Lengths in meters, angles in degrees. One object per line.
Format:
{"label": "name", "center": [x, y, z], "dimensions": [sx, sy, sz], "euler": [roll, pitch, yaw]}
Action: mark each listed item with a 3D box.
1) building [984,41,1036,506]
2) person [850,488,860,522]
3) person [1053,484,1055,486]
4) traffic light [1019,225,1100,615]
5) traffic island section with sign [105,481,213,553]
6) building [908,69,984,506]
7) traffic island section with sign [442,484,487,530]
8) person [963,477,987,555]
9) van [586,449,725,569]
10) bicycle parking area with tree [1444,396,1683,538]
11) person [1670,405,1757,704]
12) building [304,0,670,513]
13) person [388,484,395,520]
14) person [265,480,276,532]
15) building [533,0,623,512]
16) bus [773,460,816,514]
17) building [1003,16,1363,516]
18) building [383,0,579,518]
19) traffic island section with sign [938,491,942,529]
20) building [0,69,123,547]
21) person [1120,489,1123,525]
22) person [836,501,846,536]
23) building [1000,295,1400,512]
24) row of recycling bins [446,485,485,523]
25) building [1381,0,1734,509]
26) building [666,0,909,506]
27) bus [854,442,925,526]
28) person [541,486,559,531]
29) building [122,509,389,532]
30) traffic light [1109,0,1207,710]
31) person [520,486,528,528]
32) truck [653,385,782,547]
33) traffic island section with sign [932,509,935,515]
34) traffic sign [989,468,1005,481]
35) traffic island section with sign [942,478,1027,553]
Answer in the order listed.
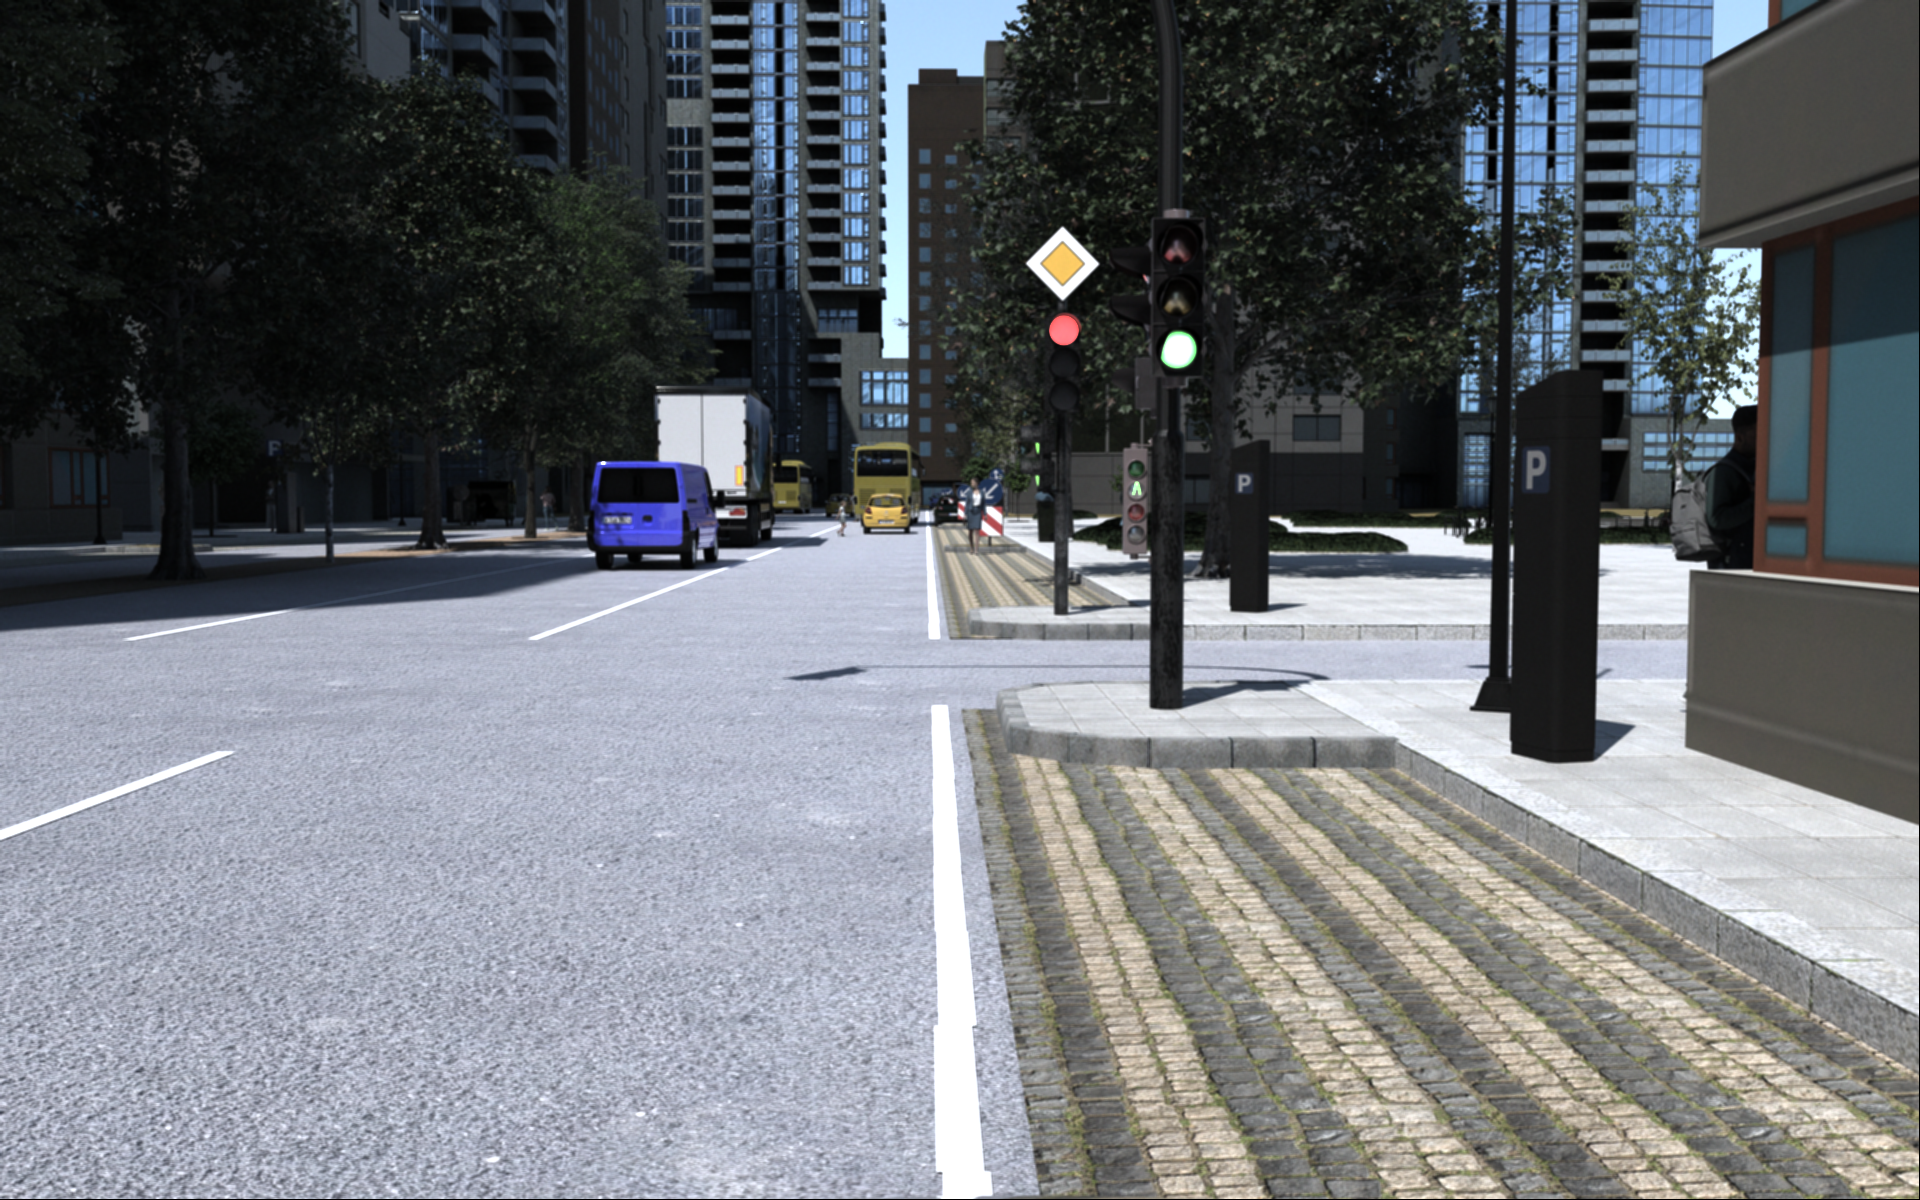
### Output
{"label": "building", "center": [9.160, -29.158, 160.323], "dimensions": [14.154, 41.232, 14.086], "euler": [0, 4, -1]}
{"label": "person", "center": [-5.462, -4.974, 90.008], "dimensions": [0.466, 1.800, 0.511], "euler": [1, 4, 11]}
{"label": "person", "center": [5.035, -5.325, 93.124], "dimensions": [0.581, 1.822, 0.654], "euler": [2, 4, 25]}
{"label": "traffic light", "center": [1.056, -1.796, 18.293], "dimensions": [0.839, 4.253, 0.868], "euler": [0, 4, -1]}
{"label": "traffic island section with sign", "center": [-19.598, -2.079, 42.617], "dimensions": [1.989, 1.847, 2.006], "euler": [0, 4, -1]}
{"label": "building", "center": [1.614, -32.783, 186.119], "dimensions": [14.200, 45.320, 14.600], "euler": [0, 4, -1]}
{"label": "traffic island section with sign", "center": [-20.122, -3.727, 69.567], "dimensions": [1.989, 1.847, 2.006], "euler": [0, 4, -1]}
{"label": "person", "center": [0.363, -1.971, 40.756], "dimensions": [0.581, 1.822, 0.654], "euler": [0, 4, 8]}
{"label": "van", "center": [-6.034, -1.858, 34.766], "dimensions": [2.240, 2.365, 5.245], "euler": [0, 4, -1]}
{"label": "bicycle parking area with tree", "center": [18.446, -3.936, 51.352], "dimensions": [8.231, 4.147, 9.016], "euler": [1, 4, 21]}
{"label": "person", "center": [4.418, -0.210, 9.831], "dimensions": [0.721, 1.781, 0.623], "euler": [2, 4, 27]}
{"label": "building", "center": [-40.520, -34.399, 151.656], "dimensions": [27.495, 52.752, 28.713], "euler": [0, 4, -1]}
{"label": "person", "center": [-28.291, -4.854, 85.828], "dimensions": [0.534, 1.772, 0.576], "euler": [0, 4, 6]}
{"label": "person", "center": [-23.061, -3.147, 58.039], "dimensions": [0.519, 1.759, 0.362], "euler": [1, 4, 8]}
{"label": "building", "center": [-33.631, -29.379, 130.453], "dimensions": [14.600, 45.320, 14.200], "euler": [0, 4, -1]}
{"label": "bus", "center": [-12.350, -8.199, 125.594], "dimensions": [2.896, 3.916, 12.252], "euler": [0, 4, 0]}
{"label": "building", "center": [13.534, -41.146, 110.996], "dimensions": [20.563, 71.187, 20.611], "euler": [0, 4, -1]}
{"label": "building", "center": [-36.038, -48.557, 106.586], "dimensions": [22.319, 86.520, 31.000], "euler": [0, 4, -1]}
{"label": "traffic island section with sign", "center": [0.079, -3.793, 70.641], "dimensions": [1.989, 1.847, 2.006], "euler": [0, 4, -1]}
{"label": "building", "center": [-36.976, -11.504, 33.129], "dimensions": [27.650, 21.520, 28.899], "euler": [0, 4, -1]}
{"label": "person", "center": [5.090, -2.801, 52.184], "dimensions": [0.623, 1.781, 0.721], "euler": [2, 4, 24]}
{"label": "person", "center": [-4.026, -2.762, 58.680], "dimensions": [0.382, 1.210, 0.505], "euler": [0, 4, 0]}
{"label": "building", "center": [17.539, -17.952, 138.549], "dimensions": [27.650, 21.520, 28.899], "euler": [0, 4, -1]}
{"label": "row of recycling bins", "center": [-22.495, -4.380, 78.722], "dimensions": [1.069, 1.692, 3.534], "euler": [0, 4, 3]}
{"label": "building", "center": [52.600, -51.548, 155.475], "dimensions": [31.000, 86.520, 22.319], "euler": [0, 4, -1]}
{"label": "building", "center": [-21.110, -53.550, 188.211], "dimensions": [31.000, 86.520, 22.319], "euler": [0, 4, -1]}
{"label": "bus", "center": [-3.287, -5.502, 81.512], "dimensions": [2.896, 3.916, 12.252], "euler": [0, 4, 1]}
{"label": "person", "center": [-16.047, -3.595, 67.869], "dimensions": [0.643, 1.750, 0.593], "euler": [3, 5, 44]}
{"label": "building", "center": [-38.679, -29.345, 69.037], "dimensions": [28.713, 52.752, 27.495], "euler": [0, 4, -1]}
{"label": "traffic light", "center": [-0.878, -2.169, 10.127], "dimensions": [4.771, 5.953, 1.251], "euler": [0, 4, -1]}
{"label": "person", "center": [-18.399, -3.981, 73.601], "dimensions": [0.620, 1.820, 0.660], "euler": [-1, 4, -12]}
{"label": "truck", "center": [-6.882, -3.754, 50.294], "dimensions": [2.839, 4.237, 11.283], "euler": [0, 4, -2]}
{"label": "traffic island section with sign", "center": [-0.893, -6.832, 120.330], "dimensions": [1.989, 1.847, 2.006], "euler": [0, 4, -1]}
{"label": "traffic sign", "center": [1.826, -5.188, 84.932], "dimensions": [0.768, 2.556, 0.104], "euler": [0, 4, 7]}
{"label": "traffic island section with sign", "center": [0.613, -2.102, 43.002], "dimensions": [1.989, 1.847, 2.006], "euler": [0, 4, -1]}
